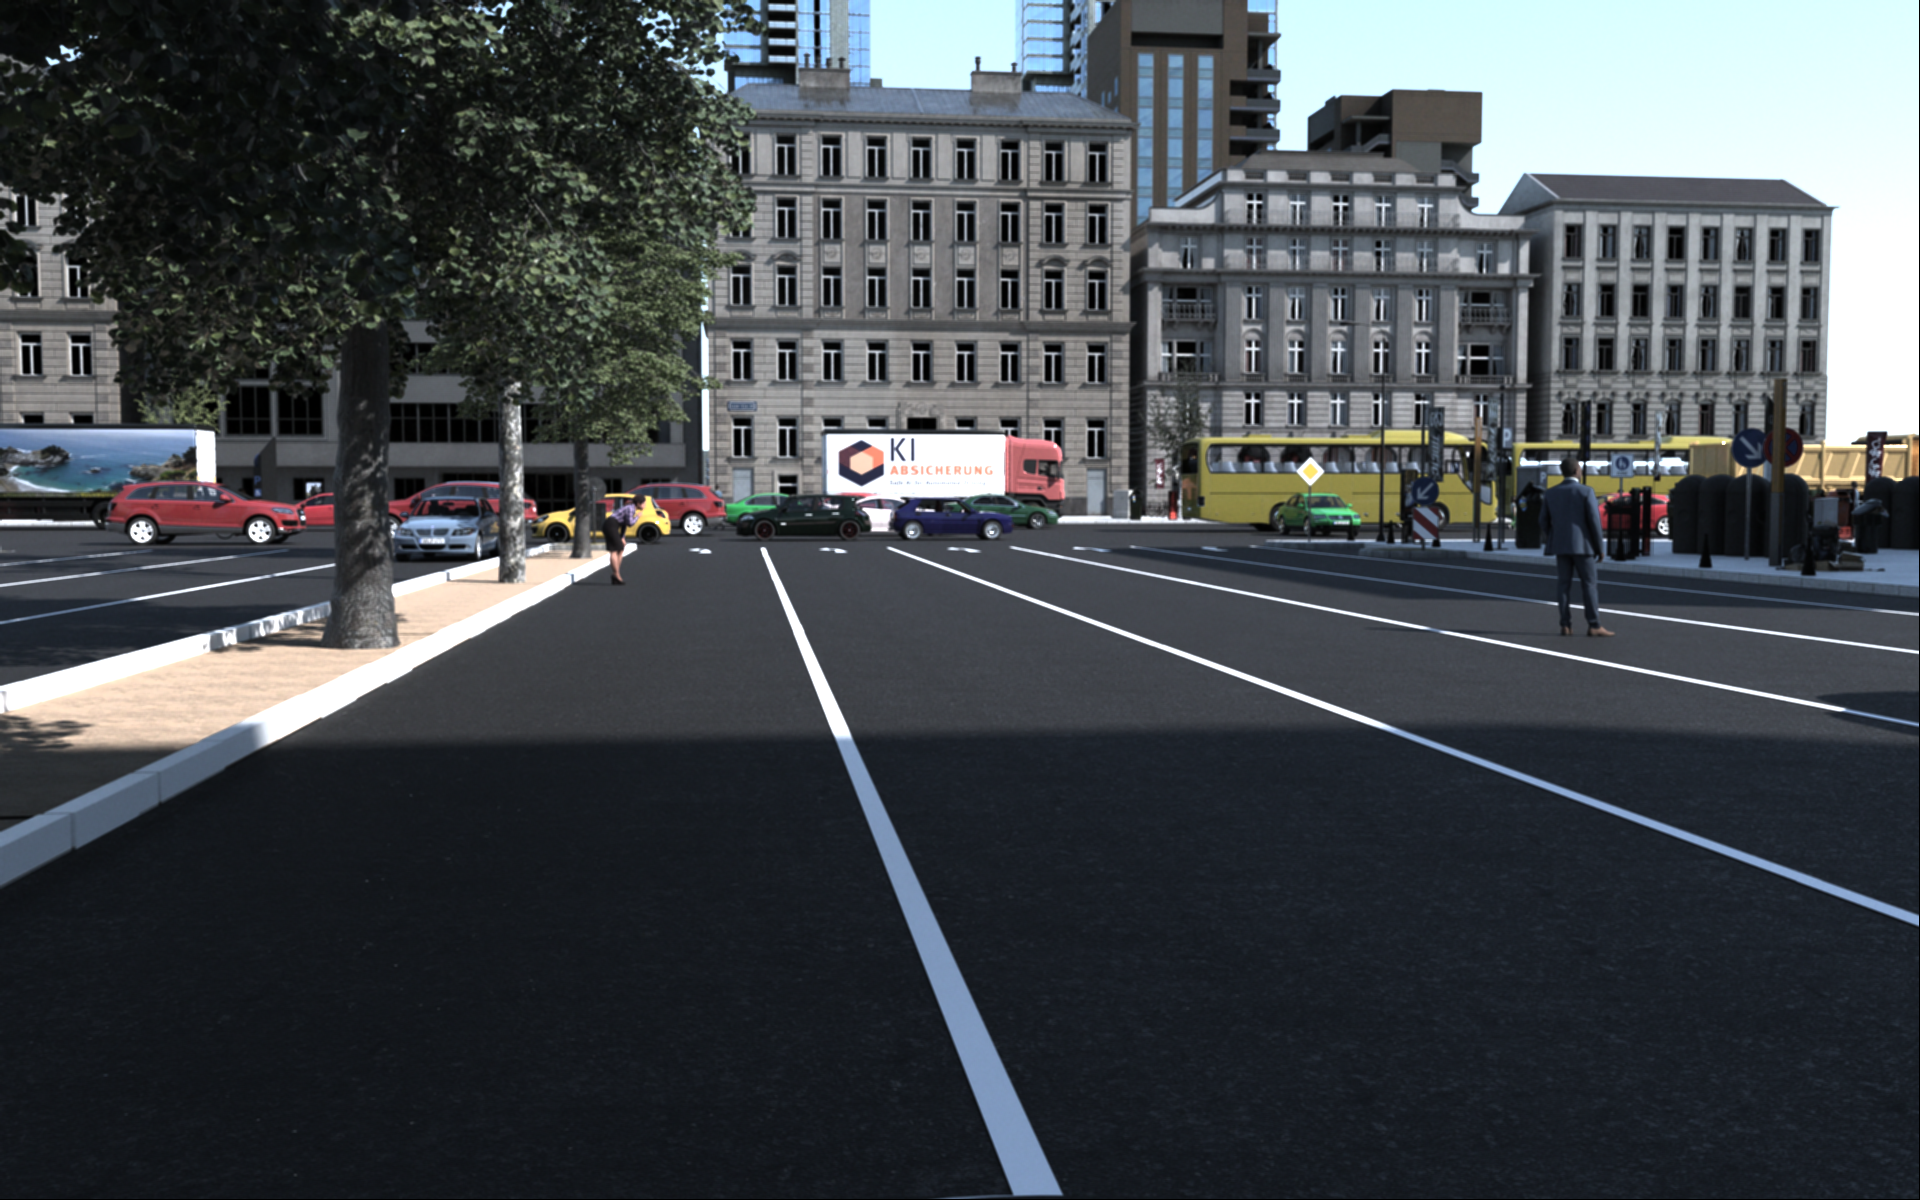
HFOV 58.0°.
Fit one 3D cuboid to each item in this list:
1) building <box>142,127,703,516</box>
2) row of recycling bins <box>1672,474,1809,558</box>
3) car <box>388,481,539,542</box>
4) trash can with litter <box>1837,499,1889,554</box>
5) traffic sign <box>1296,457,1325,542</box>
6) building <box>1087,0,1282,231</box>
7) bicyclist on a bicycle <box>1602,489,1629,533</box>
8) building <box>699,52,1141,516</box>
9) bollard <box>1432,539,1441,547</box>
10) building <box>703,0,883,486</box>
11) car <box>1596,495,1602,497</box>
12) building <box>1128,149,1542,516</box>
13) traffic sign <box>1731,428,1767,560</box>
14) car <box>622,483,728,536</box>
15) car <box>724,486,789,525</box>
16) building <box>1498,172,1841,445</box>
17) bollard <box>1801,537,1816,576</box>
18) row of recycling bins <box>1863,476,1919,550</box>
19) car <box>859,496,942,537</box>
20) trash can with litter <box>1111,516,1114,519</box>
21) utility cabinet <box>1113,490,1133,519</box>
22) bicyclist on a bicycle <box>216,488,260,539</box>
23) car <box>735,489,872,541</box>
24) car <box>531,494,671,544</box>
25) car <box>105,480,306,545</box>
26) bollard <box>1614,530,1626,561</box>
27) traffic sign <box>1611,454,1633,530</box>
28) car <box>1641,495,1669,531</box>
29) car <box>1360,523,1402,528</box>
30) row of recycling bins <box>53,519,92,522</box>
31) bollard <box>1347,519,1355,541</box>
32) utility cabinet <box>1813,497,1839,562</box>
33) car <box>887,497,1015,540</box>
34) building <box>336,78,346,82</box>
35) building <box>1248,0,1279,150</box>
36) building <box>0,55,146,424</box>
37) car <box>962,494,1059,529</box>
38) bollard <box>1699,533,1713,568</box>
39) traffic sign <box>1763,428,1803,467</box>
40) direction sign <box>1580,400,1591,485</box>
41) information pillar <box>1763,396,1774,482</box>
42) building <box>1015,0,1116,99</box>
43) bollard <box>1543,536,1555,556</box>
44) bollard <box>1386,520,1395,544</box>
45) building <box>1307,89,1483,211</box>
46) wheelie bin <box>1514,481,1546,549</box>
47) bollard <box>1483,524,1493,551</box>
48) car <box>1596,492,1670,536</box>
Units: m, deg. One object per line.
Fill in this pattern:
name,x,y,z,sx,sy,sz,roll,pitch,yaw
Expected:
building,-30.362,-17.271,101.440,30.058,24.678,14.314,0,4,-7
row of recycling bins,16.214,-1.774,36.117,1.069,1.692,3.534,-1,4,-16
car,-15.601,-2.710,52.976,5.304,1.827,2.281,0,4,-6
trash can with litter,19.343,-1.583,37.277,1.055,1.170,0.624,-1,4,-10
traffic sign,9.392,-2.623,46.523,0.795,2.450,0.064,0,4,-7
building,19.486,-30.868,154.795,14.600,45.320,14.200,0,4,-7
bicyclist on a bicycle,24.367,-3.302,64.004,1.625,1.676,1.499,0,4,-8
building,-2.871,-18.749,103.808,25.104,27.353,12.463,0,4,-7
bollard,11.524,-1.581,41.889,0.229,0.601,0.229,0,3,0
building,-24.263,-58.281,265.569,31.000,86.520,22.319,0,4,-7
car,27.290,-3.662,70.103,3.980,1.641,2.015,0,4,-7
building,21.528,-16.233,107.215,24.055,21.916,13.314,0,4,-7
traffic sign,15.286,-2.047,33.572,0.768,2.556,0.104,0,4,-2
car,-10.690,-3.121,59.698,5.304,1.827,2.281,0,4,-8
car,-7.172,-3.693,69.182,4.718,1.807,1.959,0,4,-8
building,43.134,-15.833,108.016,18.267,20.994,9.793,0,4,-7
bollard,13.377,-0.688,27.291,0.229,0.601,0.229,0,3,0
row of recycling bins,22.332,-1.996,39.754,1.069,1.692,3.534,-2,4,-24
car,-2.344,-2.864,59.186,4.827,1.381,2.083,0,4,-5
trash can with litter,8.438,-4.837,90.475,1.055,1.170,0.624,-1,4,-20
utility cabinet,8.377,-4.922,89.149,0.318,1.500,1.173,-3,4,-37
bicyclist on a bicycle,-22.974,-2.768,55.286,1.625,1.676,1.499,0,4,-6
car,-4.849,-2.686,53.699,4.222,1.686,2.009,0,4,-7
car,-10.439,-2.455,50.367,3.980,1.641,2.015,0,4,-8
car,-21.511,-2.498,49.522,5.304,1.827,2.281,-1,4,-9
bollard,12.635,-1.045,33.133,0.229,0.601,0.229,0,3,0
traffic sign,16.738,-2.552,43.862,0.606,2.300,0.079,0,4,-6
car,27.624,-3.412,67.784,4.499,1.417,2.014,0,4,-8
car,17.060,-3.755,73.200,4.920,1.459,2.131,-1,4,-9
row of recycling bins,-41.810,-4.574,81.890,1.069,1.692,3.534,0,4,-5
bollard,10.780,-1.938,47.735,0.229,0.601,0.229,0,3,0
utility cabinet,16.670,-1.359,33.377,0.306,1.237,1.020,1,4,18
car,-0.288,-2.562,54.462,3.894,1.354,1.945,-1,4,-8
building,-99.941,-57.696,256.008,31.000,86.520,22.319,0,4,-7
building,19.622,-52.821,176.293,22.319,86.520,31.000,0,4,-7
building,-58.355,-18.364,97.514,25.104,27.353,12.463,0,4,-7
car,1.631,-3.647,71.422,4.920,1.459,2.131,0,4,-7
bollard,13.011,-0.866,30.208,0.229,0.601,0.229,0,3,0
traffic sign,15.708,-2.021,33.152,0.768,2.556,0.104,0,4,0
direction sign,15.169,-3.062,42.069,0.379,3.537,0.876,0,4,6
information pillar,19.415,-3.065,41.470,0.504,3.616,0.183,-2,4,-29
building,20.975,-58.610,270.942,31.000,86.520,22.319,0,4,-7
bollard,12.263,-1.224,36.049,0.229,0.601,0.229,0,3,0
bollard,11.149,-1.760,44.814,0.229,0.601,0.229,0,3,0
building,46.715,-32.944,188.737,14.200,45.320,14.600,0,4,-7
wheelie bin,13.467,-2.017,40.884,0.693,1.594,0.980,1,4,23
bollard,11.892,-1.402,38.964,0.229,0.601,0.229,0,3,0
car,22.618,-3.110,59.894,4.494,1.783,2.155,0,4,-5
